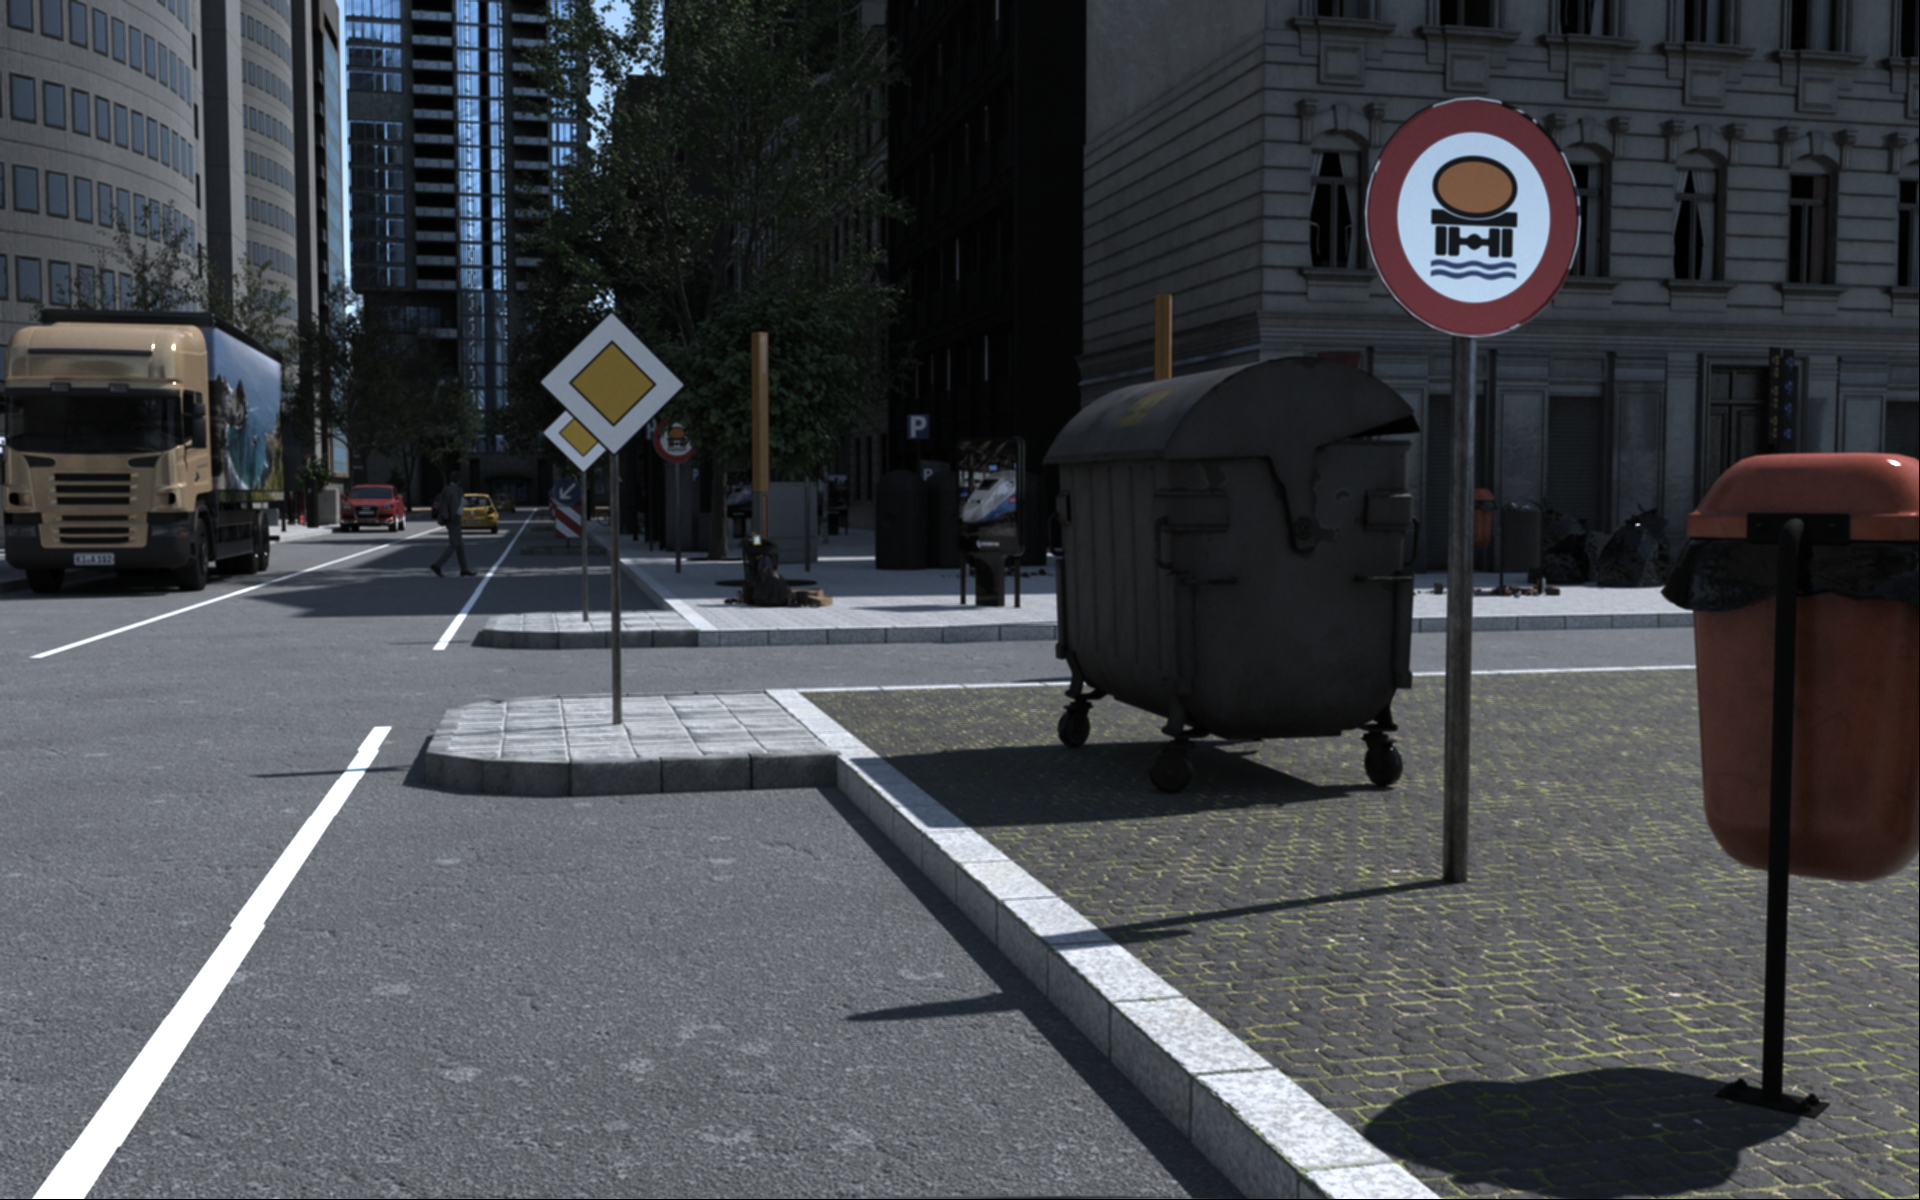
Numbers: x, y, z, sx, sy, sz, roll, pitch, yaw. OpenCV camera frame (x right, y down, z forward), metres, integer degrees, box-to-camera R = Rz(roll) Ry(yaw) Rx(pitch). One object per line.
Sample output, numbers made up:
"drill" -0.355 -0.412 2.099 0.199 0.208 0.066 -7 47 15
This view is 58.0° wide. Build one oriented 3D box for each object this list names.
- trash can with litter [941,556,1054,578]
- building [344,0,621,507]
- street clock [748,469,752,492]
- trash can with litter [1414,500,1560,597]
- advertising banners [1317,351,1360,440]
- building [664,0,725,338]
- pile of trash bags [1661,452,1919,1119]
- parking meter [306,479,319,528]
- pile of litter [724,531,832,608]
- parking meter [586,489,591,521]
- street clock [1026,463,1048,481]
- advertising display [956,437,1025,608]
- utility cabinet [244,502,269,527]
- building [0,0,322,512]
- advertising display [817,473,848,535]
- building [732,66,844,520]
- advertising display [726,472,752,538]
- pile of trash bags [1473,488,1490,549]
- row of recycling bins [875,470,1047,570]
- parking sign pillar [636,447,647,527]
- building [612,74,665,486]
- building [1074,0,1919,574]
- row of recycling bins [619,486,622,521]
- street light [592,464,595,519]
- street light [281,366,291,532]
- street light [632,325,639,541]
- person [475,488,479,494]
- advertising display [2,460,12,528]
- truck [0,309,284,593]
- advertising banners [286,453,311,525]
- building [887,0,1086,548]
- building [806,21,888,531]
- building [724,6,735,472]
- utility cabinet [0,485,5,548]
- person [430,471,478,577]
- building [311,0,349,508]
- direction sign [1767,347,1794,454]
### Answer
"trash can with litter" 0.896 -0.979 27.072 2.233 1.210 1.678 0 4 8
"building" -53.319 -53.480 187.064 31.000 86.520 22.319 -1 4 -13
"street clock" -4.802 -2.247 41.312 0.471 2.002 0.358 -2 4 -35
"trash can with litter" 6.788 -0.685 22.250 2.233 1.210 1.678 0 4 -1
"advertising banners" 3.887 -1.546 21.469 2.074 3.025 0.090 0 4 8
"building" -11.511 -31.299 135.440 21.300 48.544 21.600 -1 4 -13
"pile of trash bags" 2.927 0.421 2.870 3.447 1.369 1.912 3 5 41
"parking meter" -24.676 -3.686 65.974 0.399 1.863 0.255 2 4 25
"pile of litter" -2.133 -0.385 20.253 1.176 0.858 1.719 -1 4 -19
"parking meter" -18.120 -4.628 84.081 0.372 1.533 0.369 0 3 0
"street clock" 1.800 -2.203 40.584 0.471 2.002 0.358 1 4 19
"advertising display" 0.344 -0.892 19.800 0.974 1.923 0.123 3 5 44
"utility cabinet" -23.868 -2.911 58.749 0.306 1.237 1.020 1 4 9
"building" -58.058 -35.420 121.113 21.231 58.520 28.212 -1 4 -13
"advertising display" -3.978 -2.988 54.068 0.974 1.923 0.123 0 4 -8
"building" -5.275 -14.419 84.897 9.793 20.994 18.267 -1 4 -13
"advertising display" -6.382 -2.744 50.074 0.974 1.923 0.123 1 4 21
"pile of trash bags" 8.758 -0.953 25.338 1.912 1.369 3.447 -3 5 -41
"row of recycling bins" 0.103 -1.421 30.345 3.534 1.692 1.069 -3 4 -38
"parking sign pillar" -12.174 -4.825 67.358 1.447 3.967 1.447 0 4 -4
"building" -30.401 -32.999 189.647 14.200 45.320 14.600 -1 4 -13
"building" 12.218 -11.249 33.067 18.267 20.994 9.793 -1 4 -13
"row of recycling bins" -14.925 -4.452 79.899 1.069 1.692 3.534 1 4 13
"street light" -19.187 -7.202 90.547 0.468 5.910 1.993 -1 4 -13
"street light" -23.115 -5.274 59.025 0.468 5.910 1.993 -1 4 -13
"street light" -8.933 -4.570 47.514 0.468 5.910 1.993 -1 4 -13
"person" -32.519 -6.618 116.788 0.705 1.814 1.350 1 4 9
"advertising display" -18.109 -1.726 33.431 0.123 1.923 0.974 0 4 4
"truck" -13.231 -2.434 28.706 2.839 4.237 11.283 -1 4 -14
"advertising banners" -27.917 -4.714 73.270 0.090 3.025 2.074 1 4 9
"building" 5.486 -13.443 49.463 12.332 23.373 15.834 -1 4 -13
"building" 0.150 -12.337 66.342 10.561 19.102 19.286 -1 4 -13
"building" -6.515 -41.314 113.729 20.563 71.187 20.611 -1 4 -13
"utility cabinet" -22.331 -1.959 40.701 1.173 1.500 0.318 2 4 27
"person" -8.778 -1.312 30.045 0.850 1.850 0.679 -2 4 -33
"building" -59.161 -30.153 143.106 14.200 45.320 14.600 -1 4 -13
"direction sign" 12.782 -2.143 27.038 0.876 3.537 0.379 -3 5 -43
